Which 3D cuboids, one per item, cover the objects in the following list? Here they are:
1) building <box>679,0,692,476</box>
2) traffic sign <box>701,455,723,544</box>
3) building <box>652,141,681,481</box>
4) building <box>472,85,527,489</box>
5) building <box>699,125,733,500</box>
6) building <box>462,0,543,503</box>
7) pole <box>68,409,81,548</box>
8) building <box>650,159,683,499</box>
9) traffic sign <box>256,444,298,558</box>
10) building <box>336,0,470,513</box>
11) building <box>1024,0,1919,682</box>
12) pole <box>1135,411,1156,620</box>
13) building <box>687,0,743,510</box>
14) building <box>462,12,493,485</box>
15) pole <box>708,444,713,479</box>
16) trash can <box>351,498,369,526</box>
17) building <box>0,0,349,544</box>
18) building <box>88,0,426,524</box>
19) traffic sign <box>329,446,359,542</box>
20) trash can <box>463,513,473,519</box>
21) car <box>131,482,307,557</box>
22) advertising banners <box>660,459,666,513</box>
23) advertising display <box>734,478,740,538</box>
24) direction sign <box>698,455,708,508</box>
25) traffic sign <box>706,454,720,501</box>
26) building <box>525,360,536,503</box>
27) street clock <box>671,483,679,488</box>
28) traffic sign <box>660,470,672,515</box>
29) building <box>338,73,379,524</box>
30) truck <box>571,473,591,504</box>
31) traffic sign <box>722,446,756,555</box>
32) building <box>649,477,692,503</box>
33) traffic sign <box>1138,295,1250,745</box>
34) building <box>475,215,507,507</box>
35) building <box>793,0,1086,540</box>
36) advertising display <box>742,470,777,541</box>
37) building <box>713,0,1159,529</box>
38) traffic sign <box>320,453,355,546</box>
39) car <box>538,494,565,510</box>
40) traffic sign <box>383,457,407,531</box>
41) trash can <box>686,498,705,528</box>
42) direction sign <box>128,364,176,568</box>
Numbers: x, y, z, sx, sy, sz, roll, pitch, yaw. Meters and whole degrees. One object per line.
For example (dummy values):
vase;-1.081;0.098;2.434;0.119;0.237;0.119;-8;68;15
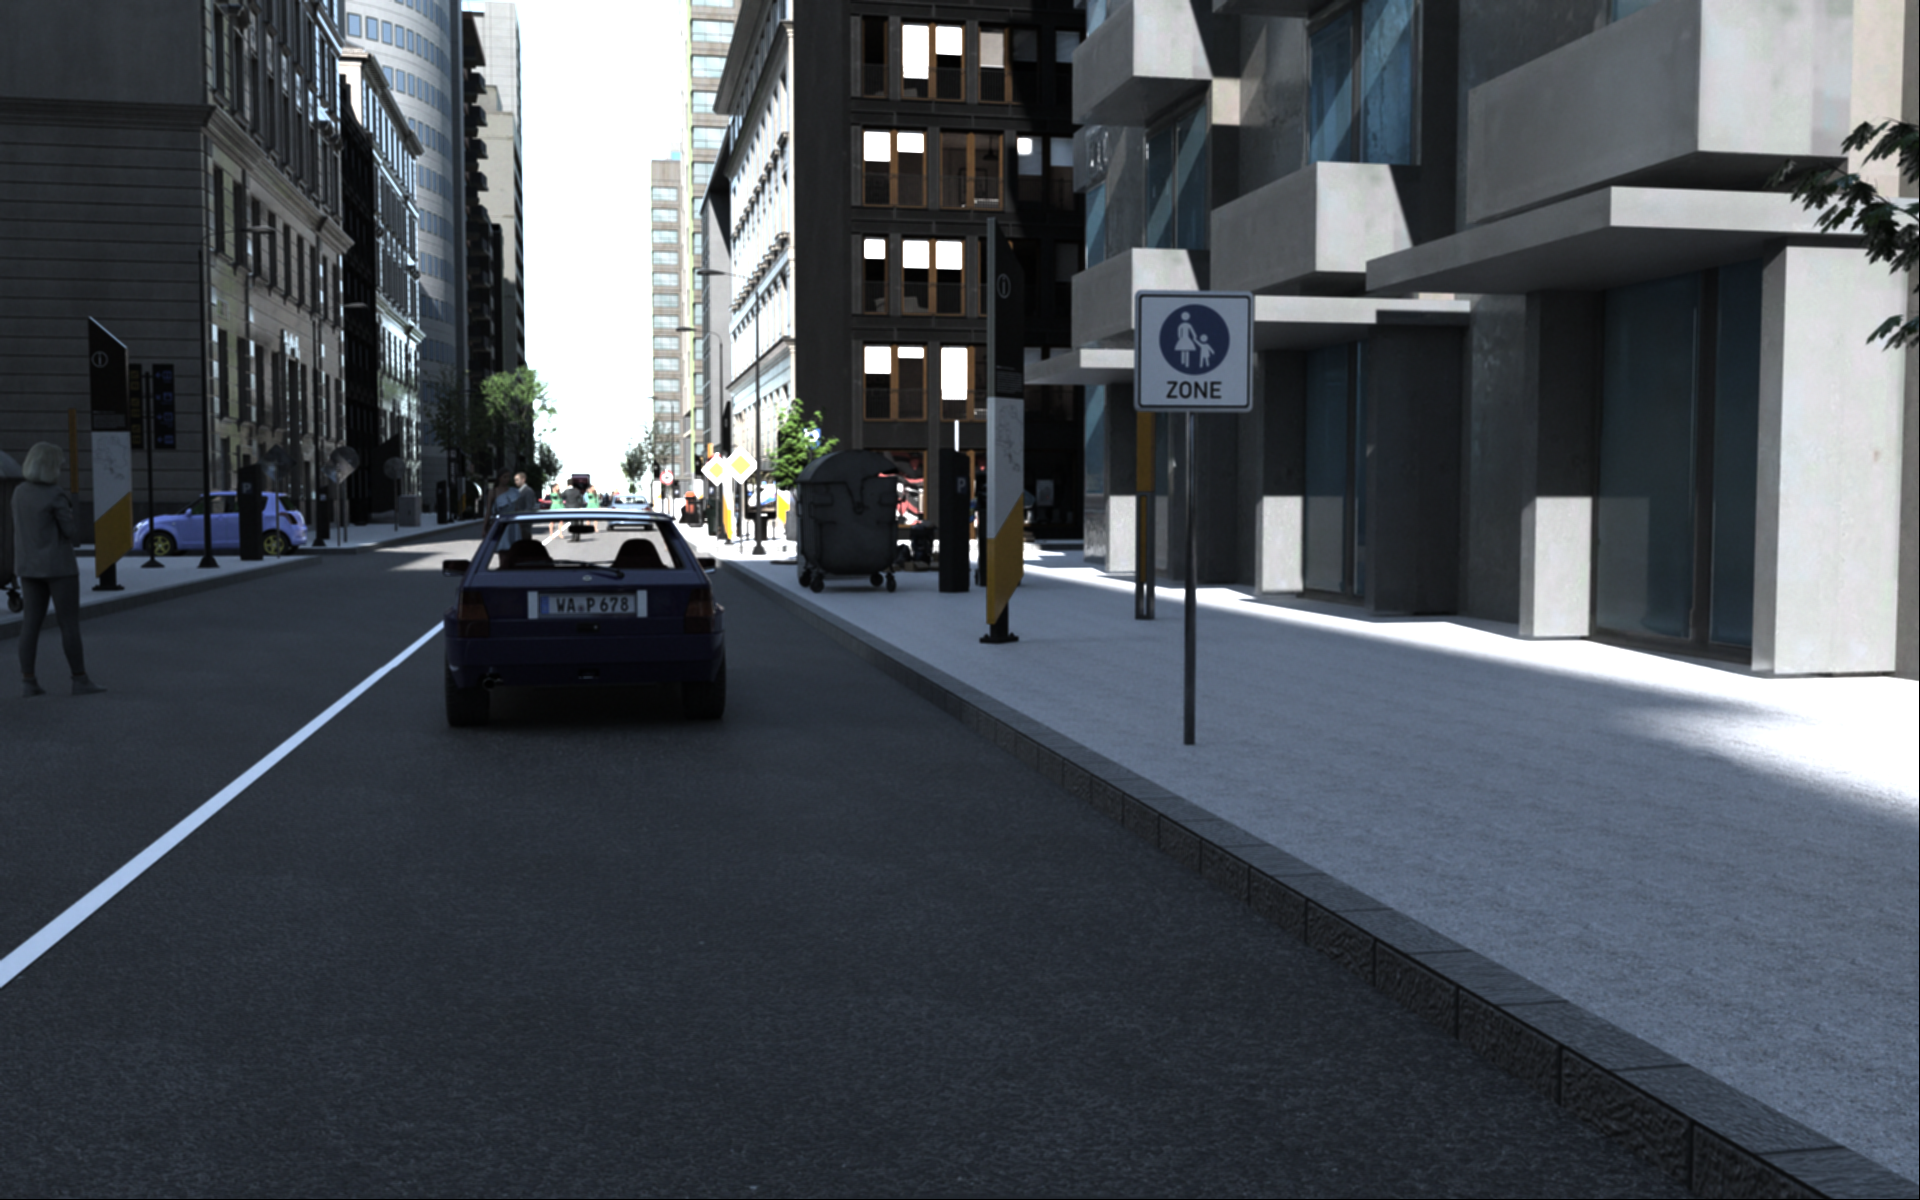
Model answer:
building;-10.773;-34.582;154.646;28.713;52.752;27.495;-1;4;-12
traffic sign;-6.199;-2.479;44.182;0.795;2.450;0.064;-1;4;-12
building;-30.389;-37.804;237.704;23.786;49.044;30.456;-1;4;-12
building;-63.728;-35.725;207.807;21.300;48.544;21.600;-1;4;-12
building;-7.728;-17.456;104.474;14.314;24.678;30.058;-1;4;-12
building;-72.892;-50.027;256.188;20.563;71.187;20.611;-1;4;-12
pole;-21.159;-2.908;41.384;0.158;3.312;0.155;0;3;0
building;-31.229;-32.507;215.085;14.154;41.232;14.086;-1;4;-12
traffic sign;-13.614;-1.890;34.544;0.795;2.450;0.064;-1;4;-12
building;-47.970;-35.704;125.758;21.231;58.520;28.212;-1;4;-12
building;14.217;-24.520;20.505;23.786;49.044;30.456;-1;4;-12
pole;1.894;-1.456;17.641;0.158;3.312;0.155;0;3;0
building;-13.773;-27.486;132.982;14.154;41.232;14.086;-1;4;-12
building;-53.762;-30.551;154.132;22.147;44.769;28.867;-1;4;-12
pole;-10.092;-4.664;70.098;0.158;3.312;0.155;0;3;0
trash can;-24.382;-3.594;70.419;0.748;1.137;0.748;0;3;0
building;-27.246;-15.744;54.676;12.463;27.353;25.104;-1;4;-12
building;-36.719;-18.178;94.472;12.463;27.353;25.104;-1;4;-12
traffic sign;-16.354;-2.808;46.015;0.768;2.556;0.104;0;4;-4
trash can;-25.266;-4.718;88.785;0.748;1.137;0.748;0;3;0
car;-16.794;-1.816;39.277;3.694;1.707;1.945;-1;4;-13
advertising banners;-14.532;-5.426;84.909;0.090;3.025;2.074;0;4;-3
advertising display;-6.566;-2.820;51.326;0.123;1.923;0.974;-1;4;-14
direction sign;-14.873;-6.676;101.154;0.876;3.537;0.379;0;4;-2
traffic sign;-7.670;-3.356;54.973;0.768;2.556;0.104;0;4;-5
building;-71.902;-23.709;232.688;27.650;21.520;28.899;-1;4;-12
street clock;-18.172;-6.478;110.485;0.471;2.002;0.358;-2;4;-31
traffic sign;-15.782;-5.709;93.441;0.768;2.556;0.104;0;4;-7
building;-32.630;-14.977;74.552;12.332;23.373;15.834;-1;4;-12
truck;-51.867;-15.171;236.963;2.839;4.237;11.283;-1;4;-11
traffic sign;-4.601;-2.001;36.358;0.795;2.450;0.064;-1;4;-12
building;-31.346;-35.086;265.535;32.217;40.220;23.993;-1;4;-12
traffic sign;1.175;-0.409;8.809;0.606;2.300;0.079;0;4;-6
building;-53.945;-24.753;176.420;14.160;30.474;14.107;-1;4;-12
building;3.339;-13.744;54.391;15.834;23.373;12.332;-1;4;-12
advertising display;-5.435;-2.569;47.210;0.974;1.923;0.123;-3;5;-40
building;-1.631;-14.793;75.148;16.112;22.955;30.059;-1;4;-12
traffic sign;-15.212;-2.369;42.368;0.795;2.450;0.064;-1;4;-12
car;-26.033;-6.276;111.648;2.155;1.783;4.494;-1;4;-10
traffic sign;-19.508;-3.653;59.835;0.768;2.556;0.104;-1;4;-11
trash can;-10.063;-3.318;65.905;0.748;1.137;0.748;0;3;0
direction sign;-14.129;-2.337;30.205;0.876;3.537;0.379;0;4;-8
